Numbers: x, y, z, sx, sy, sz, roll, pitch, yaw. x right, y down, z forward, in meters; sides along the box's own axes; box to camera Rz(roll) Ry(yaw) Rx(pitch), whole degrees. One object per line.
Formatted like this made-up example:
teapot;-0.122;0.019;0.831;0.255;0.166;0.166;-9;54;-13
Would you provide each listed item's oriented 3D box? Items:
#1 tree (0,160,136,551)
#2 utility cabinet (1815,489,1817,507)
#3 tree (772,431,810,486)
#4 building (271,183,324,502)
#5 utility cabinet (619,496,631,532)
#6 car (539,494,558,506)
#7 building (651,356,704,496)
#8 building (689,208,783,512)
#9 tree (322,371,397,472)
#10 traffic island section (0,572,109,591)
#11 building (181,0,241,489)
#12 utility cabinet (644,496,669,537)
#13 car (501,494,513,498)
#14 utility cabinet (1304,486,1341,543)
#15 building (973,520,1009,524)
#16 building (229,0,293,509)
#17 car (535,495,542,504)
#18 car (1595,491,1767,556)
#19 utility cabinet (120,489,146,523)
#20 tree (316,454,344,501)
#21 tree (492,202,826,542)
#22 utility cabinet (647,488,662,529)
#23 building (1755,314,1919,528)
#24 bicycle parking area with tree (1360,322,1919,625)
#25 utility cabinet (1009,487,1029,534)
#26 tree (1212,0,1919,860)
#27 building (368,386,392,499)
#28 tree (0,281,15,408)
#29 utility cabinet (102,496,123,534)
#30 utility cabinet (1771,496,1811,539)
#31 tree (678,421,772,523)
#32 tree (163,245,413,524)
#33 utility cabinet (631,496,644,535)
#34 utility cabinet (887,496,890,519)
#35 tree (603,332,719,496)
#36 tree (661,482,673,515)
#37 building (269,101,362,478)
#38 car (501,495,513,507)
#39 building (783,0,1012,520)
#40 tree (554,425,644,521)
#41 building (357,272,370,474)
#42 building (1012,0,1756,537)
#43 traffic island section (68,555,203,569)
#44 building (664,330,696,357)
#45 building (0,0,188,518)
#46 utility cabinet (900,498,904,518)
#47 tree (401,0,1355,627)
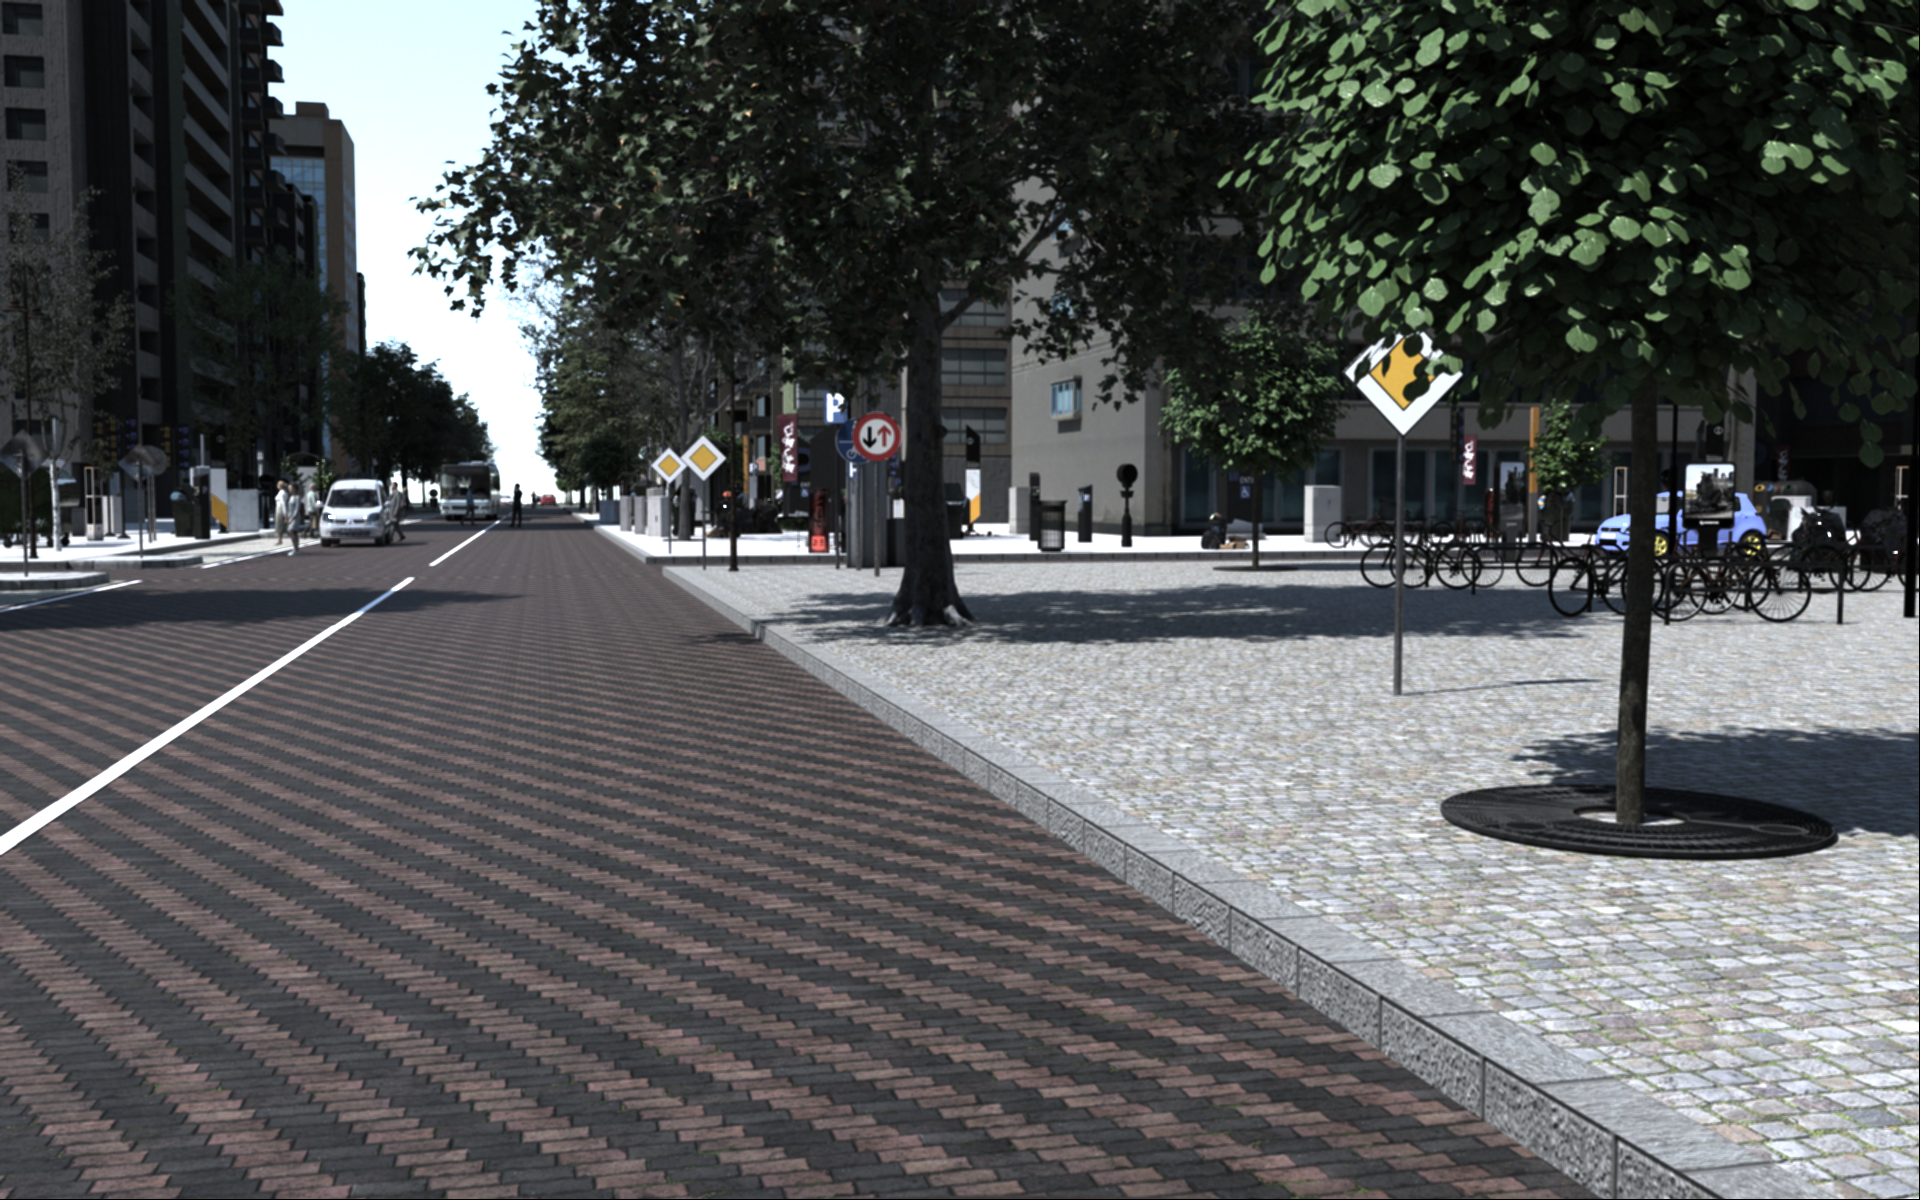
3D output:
tree;-20.204;-5.387;38.433;4.360;8.622;3.978;0;3;0
utility cabinet;31.102;-3.339;63.271;0.318;1.500;1.173;2;4;30
tree;-8.582;-6.569;91.125;4.285;4.588;4.351;0;3;0
building;-66.787;-23.681;158.890;14.160;30.474;14.107;-1;4;-14
utility cabinet;-11.516;-2.971;59.739;0.306;1.237;1.020;0;4;-4
car;-49.722;-12.244;209.227;2.155;1.783;4.494;-1;4;-14
building;-27.488;-23.789;233.982;27.650;21.520;28.899;-1;4;-14
building;-14.075;-31.146;163.857;22.147;44.769;28.867;-1;4;-14
tree;-36.469;-9.428;104.518;4.737;8.622;4.395;0;3;0
traffic island section;-14.505;-0.280;26.865;2.009;0.180;2.903;-1;4;-14
building;-60.159;-29.856;111.847;21.300;48.544;21.600;-1;4;-14
utility cabinet;-8.991;-2.474;51.603;0.306;1.237;1.020;-2;4;-33
car;-54.655;-12.109;207.764;2.009;1.686;4.222;-1;4;-14
utility cabinet;9.548;-2.255;45.541;1.173;1.500;0.318;-3;5;-40
building;4.216;-24.341;81.575;14.154;41.232;14.086;-1;4;-14
building;-65.749;-29.481;136.639;22.147;44.769;28.867;-1;4;-14
car;-62.471;-15.031;258.331;1.945;1.354;3.894;-1;4;-15
car;16.141;-1.792;38.888;3.694;1.707;1.945;-1;4;-14
utility cabinet;-36.684;-4.160;76.698;1.173;1.500;0.318;1;4;14
tree;-30.567;-5.428;83.357;1.663;3.219;1.824;0;3;0
tree;-7.371;-8.348;46.853;12.009;13.543;11.850;0;3;0
utility cabinet;-10.919;-3.249;61.800;0.318;1.500;1.173;-1;4;-22
building;46.037;-25.329;68.753;28.867;44.769;22.147;-1;4;-14
bicycle parking area with tree;9.545;-2.049;20.506;9.016;4.147;8.231;1;4;9
utility cabinet;2.000;-2.840;55.109;0.318;1.500;1.173;3;4;36
tree;2.625;-1.396;6.547;4.285;4.588;4.351;0;3;0
building;-92.968;-23.848;234.948;27.650;21.520;28.899;-1;4;-14
tree;-15.360;-6.218;18.673;9.611;12.733;9.660;0;3;0
utility cabinet;-27.186;-2.717;55.581;0.306;1.237;1.020;-3;5;-43
utility cabinet;23.669;-2.336;49.357;0.306;1.237;1.020;-3;4;-36
tree;-11.084;-5.789;78.363;4.285;4.588;4.351;0;3;0
tree;-29.236;-9.042;73.585;9.928;11.665;9.643;0;3;0
utility cabinet;-10.230;-2.701;55.324;0.306;1.237;1.020;0;4;-6
utility cabinet;-2.845;-2.893;58.470;1.020;1.237;0.306;-3;5;-40
tree;-9.723;-6.539;57.275;4.360;8.622;3.978;0;3;0
tree;-17.053;-6.761;105.136;1.663;3.219;1.824;0;3;0
building;-77.834;-33.695;201.016;14.600;45.320;14.200;-1;4;-14
car;-51.441;-11.201;195.494;2.083;1.381;4.827;-1;4;-13
building;-3.747;-25.611;102.333;14.154;41.232;14.086;-1;4;-14
tree;-16.742;-6.009;81.966;4.285;4.588;4.351;0;3;0
building;-81.586;-27.119;215.098;14.160;30.474;14.107;-1;4;-14
building;13.204;-26.870;63.033;21.600;48.544;21.300;-1;4;-14
traffic island section;-16.385;-0.755;34.627;2.009;0.180;2.903;-1;4;-14
building;-31.593;-34.722;259.578;32.217;40.220;23.993;-1;4;-14
building;-49.314;-19.524;90.923;14.160;30.474;14.107;-1;4;-14
utility cabinet;-1.741;-3.576;67.143;1.173;1.500;0.318;-2;4;-30
tree;-0.436;-6.102;16.780;9.611;12.733;9.660;0;3;0
